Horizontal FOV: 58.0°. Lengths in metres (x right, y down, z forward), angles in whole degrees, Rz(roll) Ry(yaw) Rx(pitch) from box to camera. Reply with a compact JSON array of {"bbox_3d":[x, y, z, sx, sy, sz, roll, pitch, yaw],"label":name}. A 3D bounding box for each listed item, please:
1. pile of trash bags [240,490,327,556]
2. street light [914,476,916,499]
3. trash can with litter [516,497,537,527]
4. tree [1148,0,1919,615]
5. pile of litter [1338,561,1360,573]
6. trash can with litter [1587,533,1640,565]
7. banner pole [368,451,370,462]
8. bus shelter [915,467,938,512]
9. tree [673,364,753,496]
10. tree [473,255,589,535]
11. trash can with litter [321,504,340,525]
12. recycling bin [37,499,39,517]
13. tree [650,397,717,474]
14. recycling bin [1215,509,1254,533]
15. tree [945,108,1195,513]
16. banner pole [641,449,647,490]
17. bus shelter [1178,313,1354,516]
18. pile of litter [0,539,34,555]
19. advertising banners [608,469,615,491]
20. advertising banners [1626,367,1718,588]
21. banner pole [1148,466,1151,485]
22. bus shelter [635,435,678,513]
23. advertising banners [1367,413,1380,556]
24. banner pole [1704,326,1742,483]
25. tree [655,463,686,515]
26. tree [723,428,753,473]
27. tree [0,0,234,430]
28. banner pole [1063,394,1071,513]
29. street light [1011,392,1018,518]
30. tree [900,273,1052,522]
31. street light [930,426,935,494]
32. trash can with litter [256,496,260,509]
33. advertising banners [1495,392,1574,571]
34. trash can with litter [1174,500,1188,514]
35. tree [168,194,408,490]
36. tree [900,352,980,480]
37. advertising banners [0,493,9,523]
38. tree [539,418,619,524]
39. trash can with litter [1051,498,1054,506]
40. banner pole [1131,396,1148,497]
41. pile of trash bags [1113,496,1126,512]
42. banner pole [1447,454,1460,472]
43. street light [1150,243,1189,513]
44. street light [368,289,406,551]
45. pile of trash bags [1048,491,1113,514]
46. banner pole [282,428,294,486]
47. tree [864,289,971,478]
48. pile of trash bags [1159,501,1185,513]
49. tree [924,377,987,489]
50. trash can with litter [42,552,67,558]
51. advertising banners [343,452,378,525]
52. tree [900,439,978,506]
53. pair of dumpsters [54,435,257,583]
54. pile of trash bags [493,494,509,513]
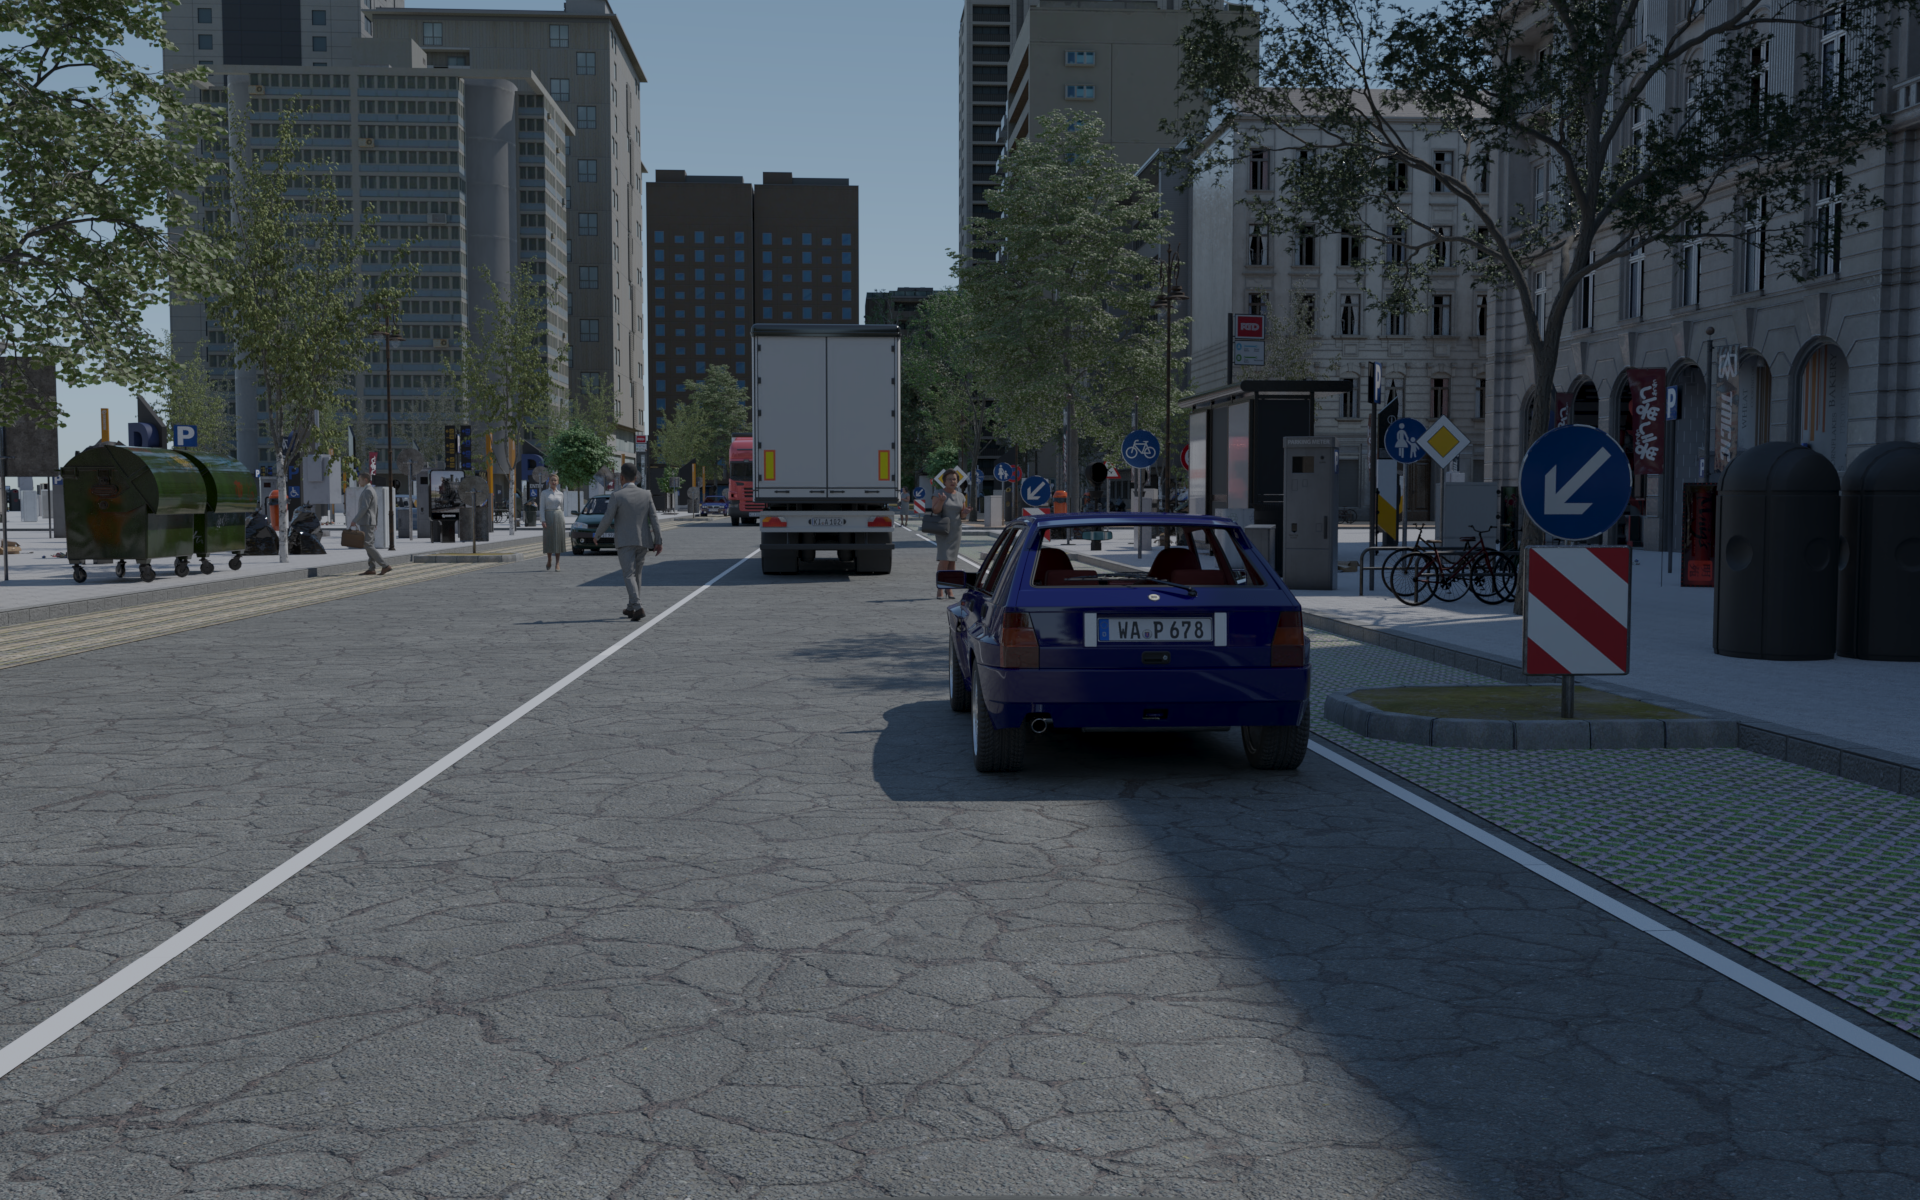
[{"bbox_3d":[-14.826,-1.705,37.635,1.912,1.369,3.447,-1,4,-22],"label":"pile of trash bags"},{"bbox_3d":[-3.707,-10.364,142.233,0.468,5.910,1.993,0,4,-4],"label":"street light"},{"bbox_3d":[-17.032,-3.440,67.631,1.055,1.170,0.624,-1,4,-9],"label":"trash can with litter"},{"bbox_3d":[5.906,-5.099,17.783,8.767,10.594,7.601,1,4,18],"label":"tree"},{"bbox_3d":[6.134,-0.925,29.094,1.176,0.858,1.719,1,4,12],"label":"pile of litter"},{"bbox_3d":[11.919,-1.302,32.343,1.678,1.210,2.233,0,4,-3],"label":"trash can with litter"},{"bbox_3d":[-34.439,-6.815,101.444,0.401,3.779,0.863,1,4,12],"label":"banner pole"},{"bbox_3d":[-2.068,-7.916,123.356,2.014,3.302,5.546,0,4,-4],"label":"bus shelter"},{"bbox_3d":[-21.151,-14.230,150.788,7.486,12.596,7.792,0,3,0],"label":"tree"},{"bbox_3d":[-14.044,-6.330,53.851,4.737,8.622,4.395,0,3,0],"label":"tree"},{"bbox_3d":[-27.559,-3.827,73.630,2.233,1.210,1.678,-1,4,-19],"label":"trash can with litter"},{"bbox_3d":[-51.939,-5.147,96.704,0.722,1.027,0.722,-3,5,-40],"label":"recycling bin"},{"bbox_3d":[-20.591,-11.061,131.203,4.737,8.622,4.395,0,3,0],"label":"tree"},{"bbox_3d":[4.824,-1.063,29.937,0.722,1.027,0.722,0,4,-3],"label":"recycling bin"},{"bbox_3d":[3.010,-8.189,52.022,7.486,12.596,7.792,0,3,0],"label":"tree"},{"bbox_3d":[-17.601,-6.520,96.614,0.401,3.779,0.863,-3,4,-36],"label":"banner pole"},{"bbox_3d":[5.913,-3.578,36.137,2.179,5.291,8.768,0,4,-4],"label":"bus shelter"},{"bbox_3d":[-20.521,-1.393,36.738,1.176,0.858,1.719,3,5,42],"label":"pile of litter"},{"bbox_3d":[-18.161,-5.955,93.549,2.074,3.025,0.090,0,4,7],"label":"advertising banners"},{"bbox_3d":[10.209,-1.685,23.744,2.074,3.025,0.090,1,4,21],"label":"advertising banners"},{"bbox_3d":[6.523,-4.335,60.892,0.401,3.779,0.863,-1,4,-19],"label":"banner pole"},{"bbox_3d":[-21.107,-8.728,120.342,2.179,5.291,8.768,0,4,-4],"label":"bus shelter"},{"bbox_3d":[8.798,-2.490,36.898,0.090,3.025,2.074,0,4,8],"label":"advertising banners"},{"bbox_3d":[11.274,-2.186,25.762,0.401,3.779,0.863,-1,4,-17],"label":"banner pole"},{"bbox_3d":[-18.843,-7.204,112.392,1.663,3.219,1.824,0,3,0],"label":"tree"},{"bbox_3d":[-24.921,-15.141,197.912,4.360,8.622,3.978,0,3,0],"label":"tree"},{"bbox_3d":[-12.005,-6.151,18.701,7.486,12.596,7.792,0,3,0],"label":"tree"},{"bbox_3d":[2.681,-3.277,43.591,0.401,3.779,0.863,-1,4,-9],"label":"banner pole"},{"bbox_3d":[1.950,-5.327,59.879,0.468,5.910,1.993,0,4,-4],"label":"street light"},{"bbox_3d":[0.756,-9.448,80.222,9.928,11.665,9.643,0,3,0],"label":"tree"},{"bbox_3d":[-1.790,-8.712,115.227,0.468,5.910,1.993,0,4,-4],"label":"street light"},{"bbox_3d":[-33.145,-4.363,82.720,1.055,1.170,0.624,1,4,20],"label":"trash can with litter"},{"bbox_3d":[9.744,-2.025,29.292,2.074,3.025,0.090,-3,4,-37],"label":"advertising banners"},{"bbox_3d":[5.344,-1.921,42.797,1.055,1.170,0.624,0,4,-4],"label":"trash can with litter"},{"bbox_3d":[-16.659,-5.670,43.074,4.360,8.622,3.978,0,3,0],"label":"tree"},{"bbox_3d":[-3.069,-13.381,135.789,9.611,12.733,9.660,0,3,0],"label":"tree"},{"bbox_3d":[-43.259,-4.916,76.559,2.074,3.025,0.090,-2,4,-25],"label":"advertising banners"},{"bbox_3d":[-16.318,-5.502,73.673,4.285,4.588,4.351,0,3,0],"label":"tree"},{"bbox_3d":[4.250,-4.344,82.414,1.055,1.170,0.624,3,5,45],"label":"trash can with litter"},{"bbox_3d":[4.475,-3.331,44.483,0.401,3.779,0.863,0,4,-5],"label":"banner pole"},{"bbox_3d":[8.146,-5.501,99.688,1.912,1.369,3.447,-2,4,-30],"label":"pile of trash bags"},{"bbox_3d":[22.511,-5.456,79.220,0.863,3.779,0.401,-1,4,-21],"label":"banner pole"},{"bbox_3d":[3.861,-3.628,32.111,0.468,5.910,1.993,0,4,-4],"label":"street light"},{"bbox_3d":[-12.892,-4.057,39.116,0.468,5.910,1.993,0,4,-4],"label":"street light"},{"bbox_3d":[3.090,-2.404,49.063,1.912,1.369,3.447,1,4,12],"label":"pile of trash bags"},{"bbox_3d":[-25.638,-4.657,66.155,0.863,3.779,0.401,0,4,6],"label":"banner pole"},{"bbox_3d":[-5.148,-18.637,160.608,12.611,20.169,13.585,0,3,0],"label":"tree"},{"bbox_3d":[7.614,-2.684,53.640,3.447,1.369,1.912,-2,4,-35],"label":"pile of trash bags"},{"bbox_3d":[-0.421,-9.738,109.574,4.737,8.622,4.395,0,3,0],"label":"tree"},{"bbox_3d":[-17.804,-1.476,35.188,1.678,1.210,2.233,-3,5,-44],"label":"trash can with litter"},{"bbox_3d":[-24.492,-4.567,70.850,0.090,3.025,2.074,1,4,22],"label":"advertising banners"},{"bbox_3d":[-0.674,-7.210,101.591,4.285,4.588,4.351,0,3,0],"label":"tree"},{"bbox_3d":[-12.430,-1.497,26.962,1.574,2.255,4.437,0,4,-4],"label":"pair of dumpsters"},{"bbox_3d":[-32.397,-6.832,121.459,1.912,1.369,3.447,-3,4,-37],"label":"pile of trash bags"}]
